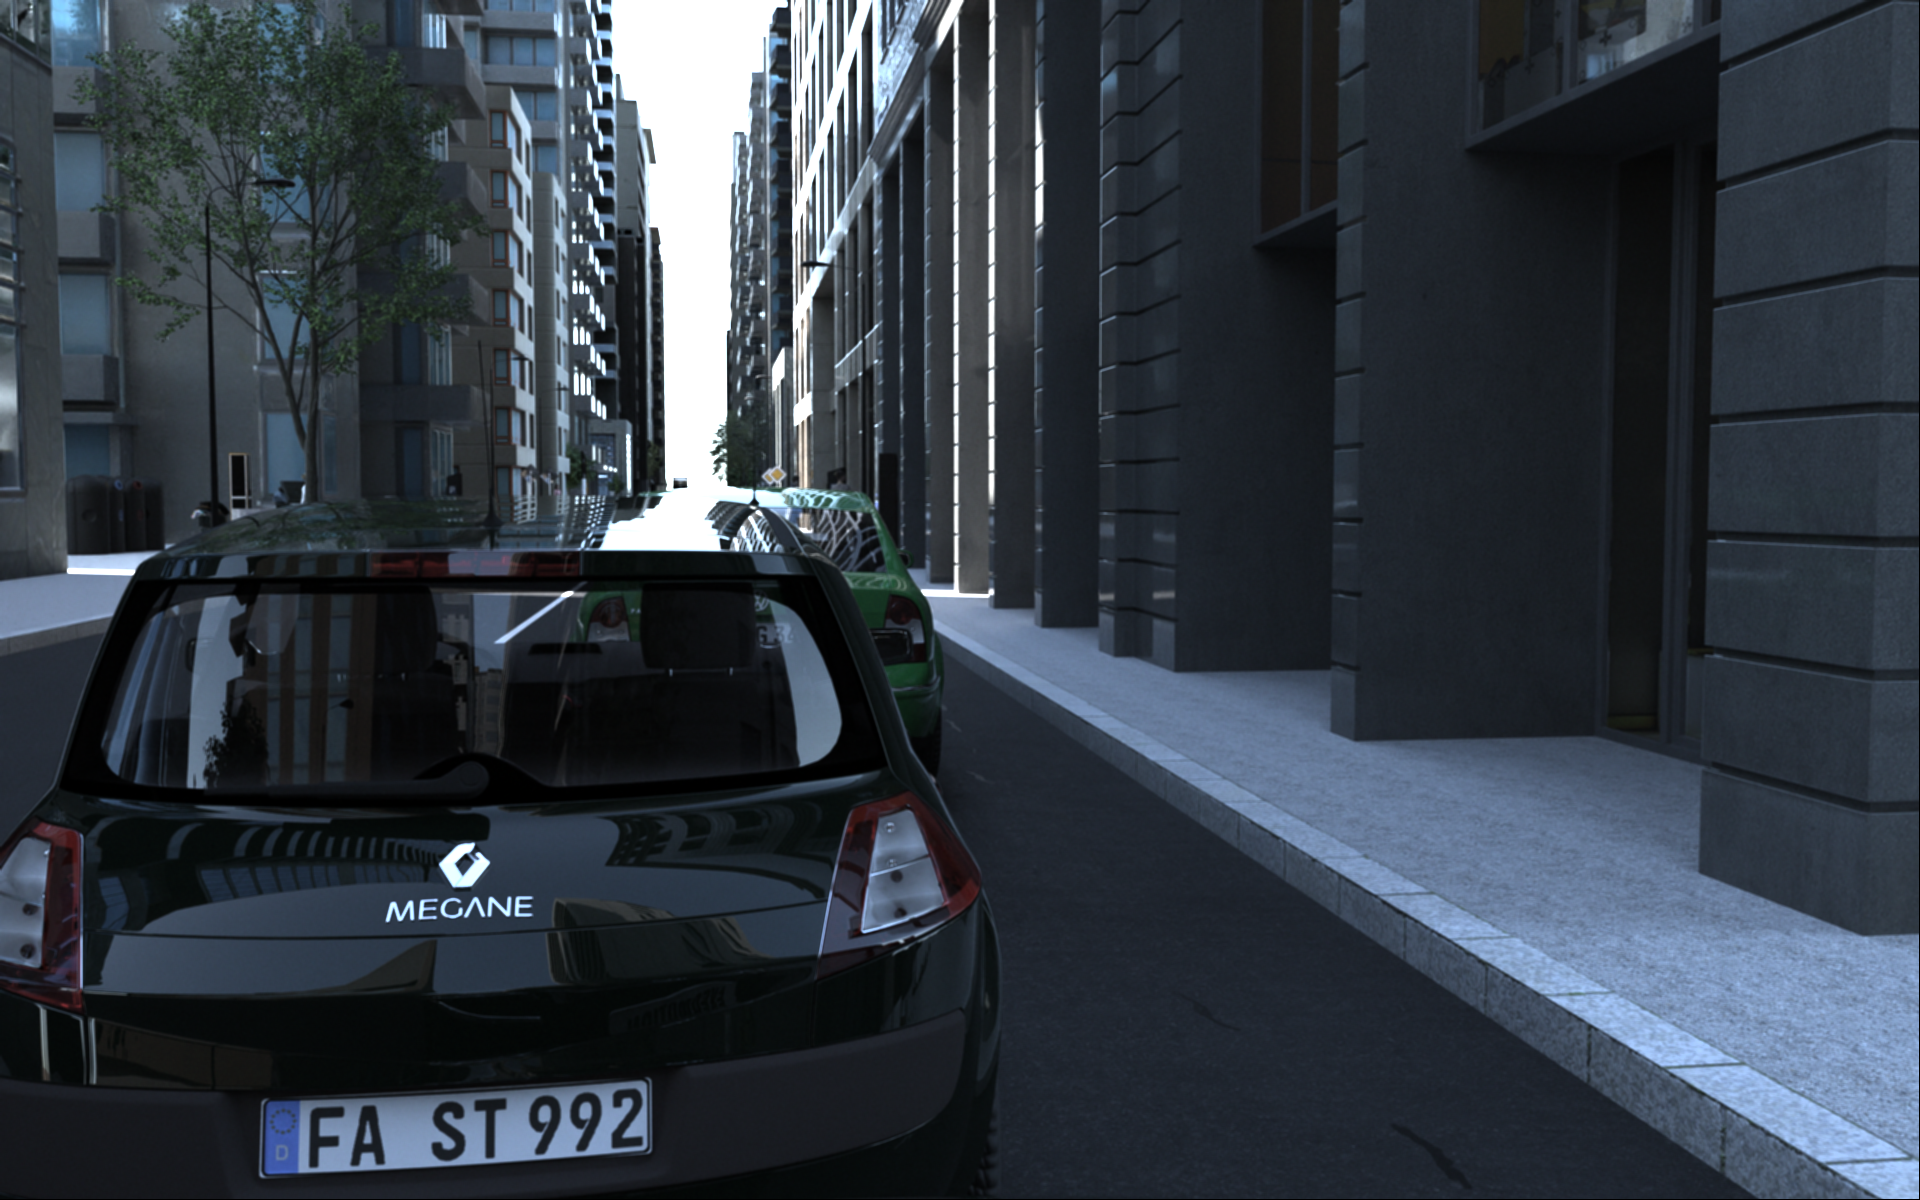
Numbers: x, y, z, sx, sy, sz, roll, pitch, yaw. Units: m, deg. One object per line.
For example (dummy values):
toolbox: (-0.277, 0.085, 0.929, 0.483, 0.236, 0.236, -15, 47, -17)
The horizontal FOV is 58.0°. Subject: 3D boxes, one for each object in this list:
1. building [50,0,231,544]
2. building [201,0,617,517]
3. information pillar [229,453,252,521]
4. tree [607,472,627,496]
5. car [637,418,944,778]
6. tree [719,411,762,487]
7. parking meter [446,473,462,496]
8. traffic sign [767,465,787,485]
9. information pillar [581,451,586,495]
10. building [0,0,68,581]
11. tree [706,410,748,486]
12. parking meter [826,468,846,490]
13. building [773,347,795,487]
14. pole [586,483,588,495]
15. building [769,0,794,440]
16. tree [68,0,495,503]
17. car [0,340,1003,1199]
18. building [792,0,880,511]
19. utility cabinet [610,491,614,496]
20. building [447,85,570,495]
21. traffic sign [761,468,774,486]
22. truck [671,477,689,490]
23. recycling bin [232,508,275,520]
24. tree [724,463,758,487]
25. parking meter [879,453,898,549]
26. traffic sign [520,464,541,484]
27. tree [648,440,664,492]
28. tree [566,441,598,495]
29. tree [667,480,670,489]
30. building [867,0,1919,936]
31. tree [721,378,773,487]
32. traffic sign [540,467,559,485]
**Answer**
building: (-30.549, -26.418, 51.536, 30.456, 49.044, 23.786, -1, 4, -8)
building: (-37.660, -30.932, 125.353, 23.786, 49.044, 30.456, -1, 4, -8)
information pillar: (-12.960, -1.636, 31.238, 0.304, 2.012, 0.304, 0, 4, -7)
tree: (-29.313, -9.347, 147.419, 1.663, 3.219, 1.824, 0, 3, 0)
car: (-1.169, -0.060, 9.779, 1.959, 1.807, 4.718, 0, 4, -7)
tree: (-19.240, -12.484, 154.477, 4.737, 8.622, 4.395, 0, 3, 0)
parking meter: (-14.230, -2.632, 48.746, 0.399, 1.863, 0.255, 1, 4, 13)
traffic sign: (-7.166, -4.035, 68.158, 0.795, 2.593, 0.064, -1, 4, -8)
information pillar: (-20.303, -6.246, 93.469, 0.183, 3.616, 0.504, 1, 4, 8)
building: (-21.377, -42.586, 8.956, 22.319, 86.520, 31.000, -1, 4, -8)
tree: (-30.646, -19.215, 232.286, 7.486, 12.596, 7.792, 0, 3, 0)
parking meter: (-2.741, -2.003, 38.461, 0.399, 1.863, 0.255, 1, 4, 22)
building: (6.039, -47.342, 86.715, 31.000, 86.520, 22.319, -1, 4, -8)
pole: (-23.604, -7.070, 109.445, 0.158, 3.312, 0.155, 0, 3, 0)
building: (-3.690, -29.536, 137.538, 22.147, 44.769, 28.867, -1, 4, -8)
tree: (-13.822, -6.755, 36.197, 9.928, 11.665, 9.643, 0, 3, 0)
car: (-1.036, 0.331, 4.379, 2.009, 1.686, 4.222, -1, 4, -10)
building: (5.415, -15.157, 52.333, 19.350, 26.468, 34.151, -1, 4, -8)
utility cabinet: (-24.523, -6.941, 122.165, 0.318, 1.500, 1.173, -1, 4, -9)
building: (-34.731, -14.734, 85.936, 27.650, 21.520, 28.899, -1, 4, -8)
traffic sign: (-8.313, -4.518, 76.061, 0.795, 2.593, 0.064, -1, 4, -8)
truck: (-45.172, -17.787, 279.724, 2.839, 4.237, 11.283, -1, 4, -8)
recycling bin: (-12.230, -1.076, 30.147, 0.722, 1.027, 0.722, -2, 4, -32)
tree: (-20.452, -10.979, 163.215, 4.285, 4.588, 4.351, 0, 3, 0)
parking meter: (-1.033, -1.182, 25.037, 0.255, 1.863, 0.399, 0, 4, 1)
traffic sign: (-16.565, -3.953, 66.820, 0.795, 2.593, 0.064, -1, 4, -8)
tree: (-40.583, -16.800, 225.045, 4.737, 8.622, 4.395, 0, 3, 0)
tree: (-23.855, -7.439, 105.346, 4.285, 4.588, 4.351, 0, 3, 0)
tree: (-53.163, -19.790, 307.273, 4.285, 4.588, 4.351, 0, 3, 0)
building: (5.834, -14.797, 19.429, 11.434, 29.767, 29.804, -1, 4, -8)
tree: (-12.588, -9.642, 108.012, 4.360, 8.622, 3.978, 0, 3, 0)
traffic sign: (-17.712, -4.436, 74.722, 0.795, 2.593, 0.064, -1, 4, -8)
